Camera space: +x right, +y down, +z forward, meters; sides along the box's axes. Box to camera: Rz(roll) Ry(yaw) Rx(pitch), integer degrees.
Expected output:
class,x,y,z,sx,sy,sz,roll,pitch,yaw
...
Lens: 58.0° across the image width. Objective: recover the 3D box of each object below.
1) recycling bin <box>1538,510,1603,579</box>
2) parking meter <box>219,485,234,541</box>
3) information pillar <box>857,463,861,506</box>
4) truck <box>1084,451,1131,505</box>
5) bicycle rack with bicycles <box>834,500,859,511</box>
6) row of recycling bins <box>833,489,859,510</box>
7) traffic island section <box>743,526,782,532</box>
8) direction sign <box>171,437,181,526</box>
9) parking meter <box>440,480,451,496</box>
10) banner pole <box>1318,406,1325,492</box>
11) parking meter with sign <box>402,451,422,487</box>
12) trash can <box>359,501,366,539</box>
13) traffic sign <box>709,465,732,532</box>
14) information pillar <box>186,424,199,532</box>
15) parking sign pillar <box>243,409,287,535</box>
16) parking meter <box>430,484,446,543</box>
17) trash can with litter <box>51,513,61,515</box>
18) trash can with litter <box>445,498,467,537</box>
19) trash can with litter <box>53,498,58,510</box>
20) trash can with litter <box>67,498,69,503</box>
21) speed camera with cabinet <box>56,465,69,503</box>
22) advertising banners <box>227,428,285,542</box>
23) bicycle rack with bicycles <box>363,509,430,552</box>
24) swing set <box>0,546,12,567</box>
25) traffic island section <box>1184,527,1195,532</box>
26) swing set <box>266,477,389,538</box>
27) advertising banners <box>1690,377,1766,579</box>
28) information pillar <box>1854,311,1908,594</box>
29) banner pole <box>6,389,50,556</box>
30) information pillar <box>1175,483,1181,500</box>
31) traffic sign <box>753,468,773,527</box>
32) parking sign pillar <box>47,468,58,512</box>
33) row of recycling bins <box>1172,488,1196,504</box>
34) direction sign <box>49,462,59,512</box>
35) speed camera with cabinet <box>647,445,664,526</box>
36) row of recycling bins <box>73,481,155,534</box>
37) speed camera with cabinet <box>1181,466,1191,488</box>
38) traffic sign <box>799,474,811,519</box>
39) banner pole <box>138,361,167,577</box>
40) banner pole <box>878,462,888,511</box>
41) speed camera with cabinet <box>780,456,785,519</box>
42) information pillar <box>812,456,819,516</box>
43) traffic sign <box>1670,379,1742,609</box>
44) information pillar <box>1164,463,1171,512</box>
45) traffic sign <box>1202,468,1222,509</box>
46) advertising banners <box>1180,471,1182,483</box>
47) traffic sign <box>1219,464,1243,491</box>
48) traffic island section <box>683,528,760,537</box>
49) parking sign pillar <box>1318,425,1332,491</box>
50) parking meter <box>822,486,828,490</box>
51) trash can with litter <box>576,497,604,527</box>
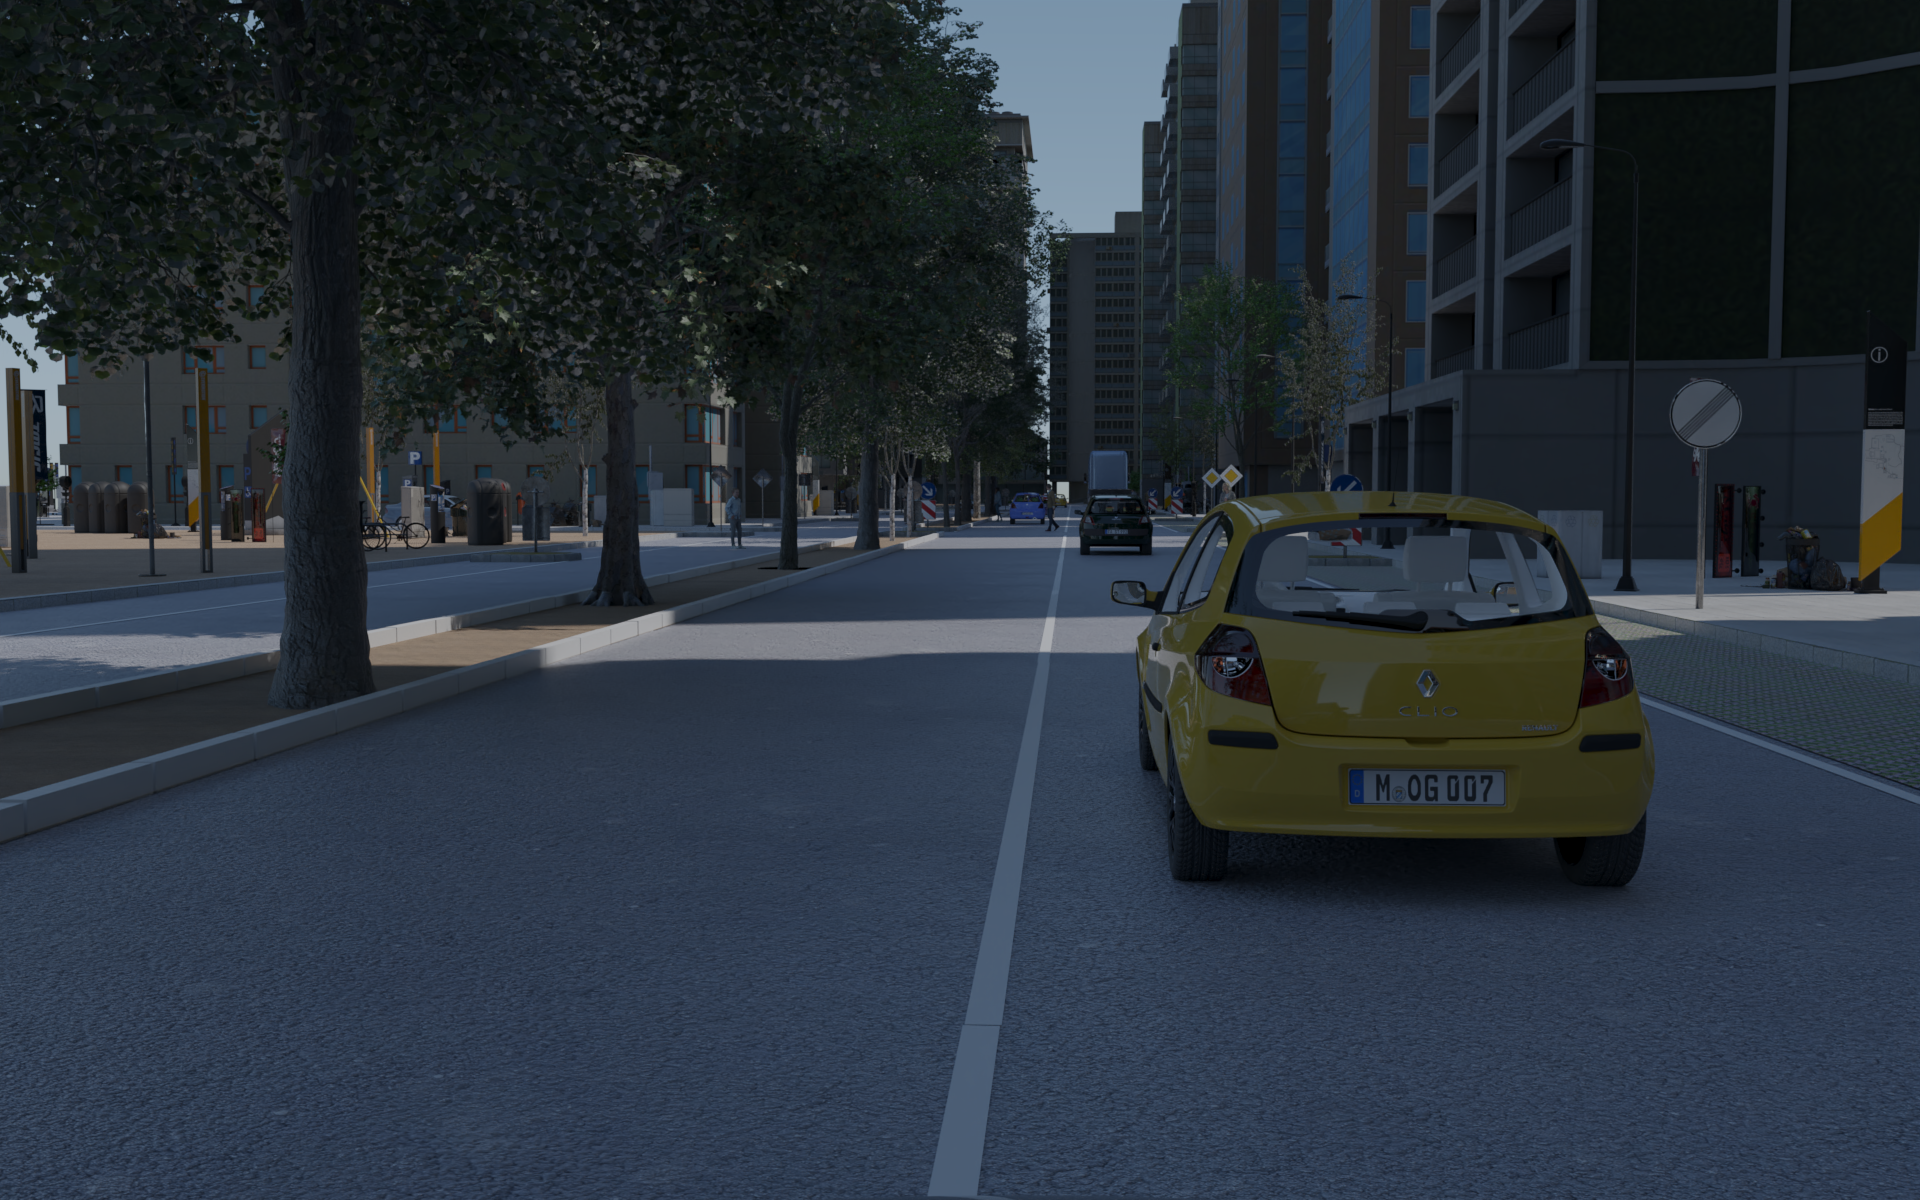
class,x,y,z,sx,sy,sz,roll,pitch,yaw
recycling bin,9.314,-0.851,26.467,0.722,1.027,0.722,-1,4,-10
parking meter,-20.290,-2.419,47.963,0.372,1.533,0.369,0,3,0
information pillar,-6.823,-7.814,119.114,0.504,3.616,0.183,-1,4,-10
truck,8.976,-6.880,102.244,2.967,4.110,18.799,0,4,3
bicycle rack with bicycles,-8.217,-7.248,131.882,2.852,0.926,2.925,3,4,38
row of recycling bins,-8.997,-8.131,140.048,3.534,1.692,1.069,3,5,41
traffic island section,-7.655,-2.740,67.086,2.009,0.180,2.903,0,4,4
direction sign,-31.457,-4.732,69.358,0.379,3.537,0.876,-2,4,-34
parking meter,-21.157,-4.005,71.196,0.255,1.863,0.399,2,4,30
banner pole,10.268,-3.623,49.247,0.401,3.779,0.863,0,4,1
parking meter with sign,-22.194,-4.499,69.816,0.543,3.016,1.738,0,4,0
trash can,-13.077,-1.551,37.009,0.748,1.137,0.748,0,3,0
traffic sign,-8.148,-3.389,59.054,0.795,2.450,0.064,0,4,4
information pillar,-25.705,-4.085,58.152,0.504,3.616,0.183,1,4,10
parking sign pillar,-21.748,-4.024,54.257,1.447,3.967,1.447,2,4,33
parking meter,-13.611,-2.246,45.139,0.372,1.533,0.369,0,3,0
trash can with litter,-54.654,-5.789,105.704,2.233,1.210,1.678,0,4,-7
trash can with litter,-15.362,-2.505,52.346,1.055,1.170,0.624,0,4,-4
trash can with litter,-67.458,-7.199,129.083,1.055,1.170,0.624,-3,4,-37
trash can with litter,-48.811,-5.135,95.351,0.624,1.170,1.055,-1,4,-13
speed camera with cabinet,-45.939,-5.865,90.230,0.660,3.252,2.038,3,4,38
advertising banners,-18.699,-3.051,46.074,2.074,3.025,0.090,2,4,23
bicycle rack with bicycles,-13.804,-1.585,39.301,2.925,0.926,2.852,0,4,-2
swing set,-17.458,-1.889,28.510,2.862,2.851,3.119,-1,4,-23
traffic island section,9.600,-2.672,65.965,2.009,0.180,2.903,0,4,4
swing set,-18.329,-3.194,49.845,2.862,2.851,3.119,0,4,2
advertising banners,11.699,-1.851,26.447,2.074,3.025,0.090,-2,4,-35
information pillar,11.828,-1.888,22.221,0.504,3.616,0.183,1,4,9
banner pole,-19.579,-2.832,36.324,0.863,3.779,0.401,-2,4,-31
information pillar,14.688,-6.858,116.621,0.304,2.012,0.304,-2,4,-32
traffic sign,-7.631,-3.876,67.022,0.795,2.450,0.064,0,4,4
parking sign pillar,-66.190,-8.372,125.347,1.447,3.967,1.447,0,4,0
row of recycling bins,15.419,-6.832,118.815,1.069,1.692,3.534,0,4,-8
direction sign,-64.966,-8.090,124.275,0.379,3.537,0.876,1,4,11
speed camera with cabinet,-12.212,-4.622,69.908,0.660,3.252,2.038,-1,4,-16
row of recycling bins,-27.809,-3.044,56.879,3.534,1.692,1.069,2,4,29
speed camera with cabinet,16.063,-7.934,124.060,0.660,3.252,2.038,0,4,-3
traffic sign,-7.976,-5.310,88.941,0.606,2.300,0.079,0,4,6
banner pole,-12.729,-2.271,27.153,0.401,3.779,0.863,-2,4,-29
banner pole,-6.018,-8.811,134.071,0.863,3.779,0.401,0,4,1
speed camera with cabinet,-8.867,-5.751,88.364,0.660,3.252,2.038,0,4,-5
information pillar,-8.507,-6.780,102.205,0.504,3.616,0.183,3,5,42
traffic sign,8.266,-1.173,19.287,0.768,2.556,0.104,0,4,6
information pillar,15.239,-8.299,127.036,0.504,3.616,0.183,0,4,3
traffic sign,9.576,-3.807,65.890,0.795,2.450,0.064,0,4,4
advertising banners,16.645,-8.144,129.350,0.090,3.025,2.074,1,4,21
traffic sign,9.059,-3.320,57.921,0.795,2.450,0.064,0,4,4
traffic island section,-8.172,-2.253,59.117,2.009,0.180,2.903,0,4,4
parking sign pillar,14.437,-4.899,68.567,1.447,3.967,1.447,1,4,17
parking meter,-9.257,-6.897,118.478,0.399,1.863,0.255,-3,4,-37
trash can with litter,-14.359,-3.419,67.284,1.055,1.170,0.624,1,4,9
